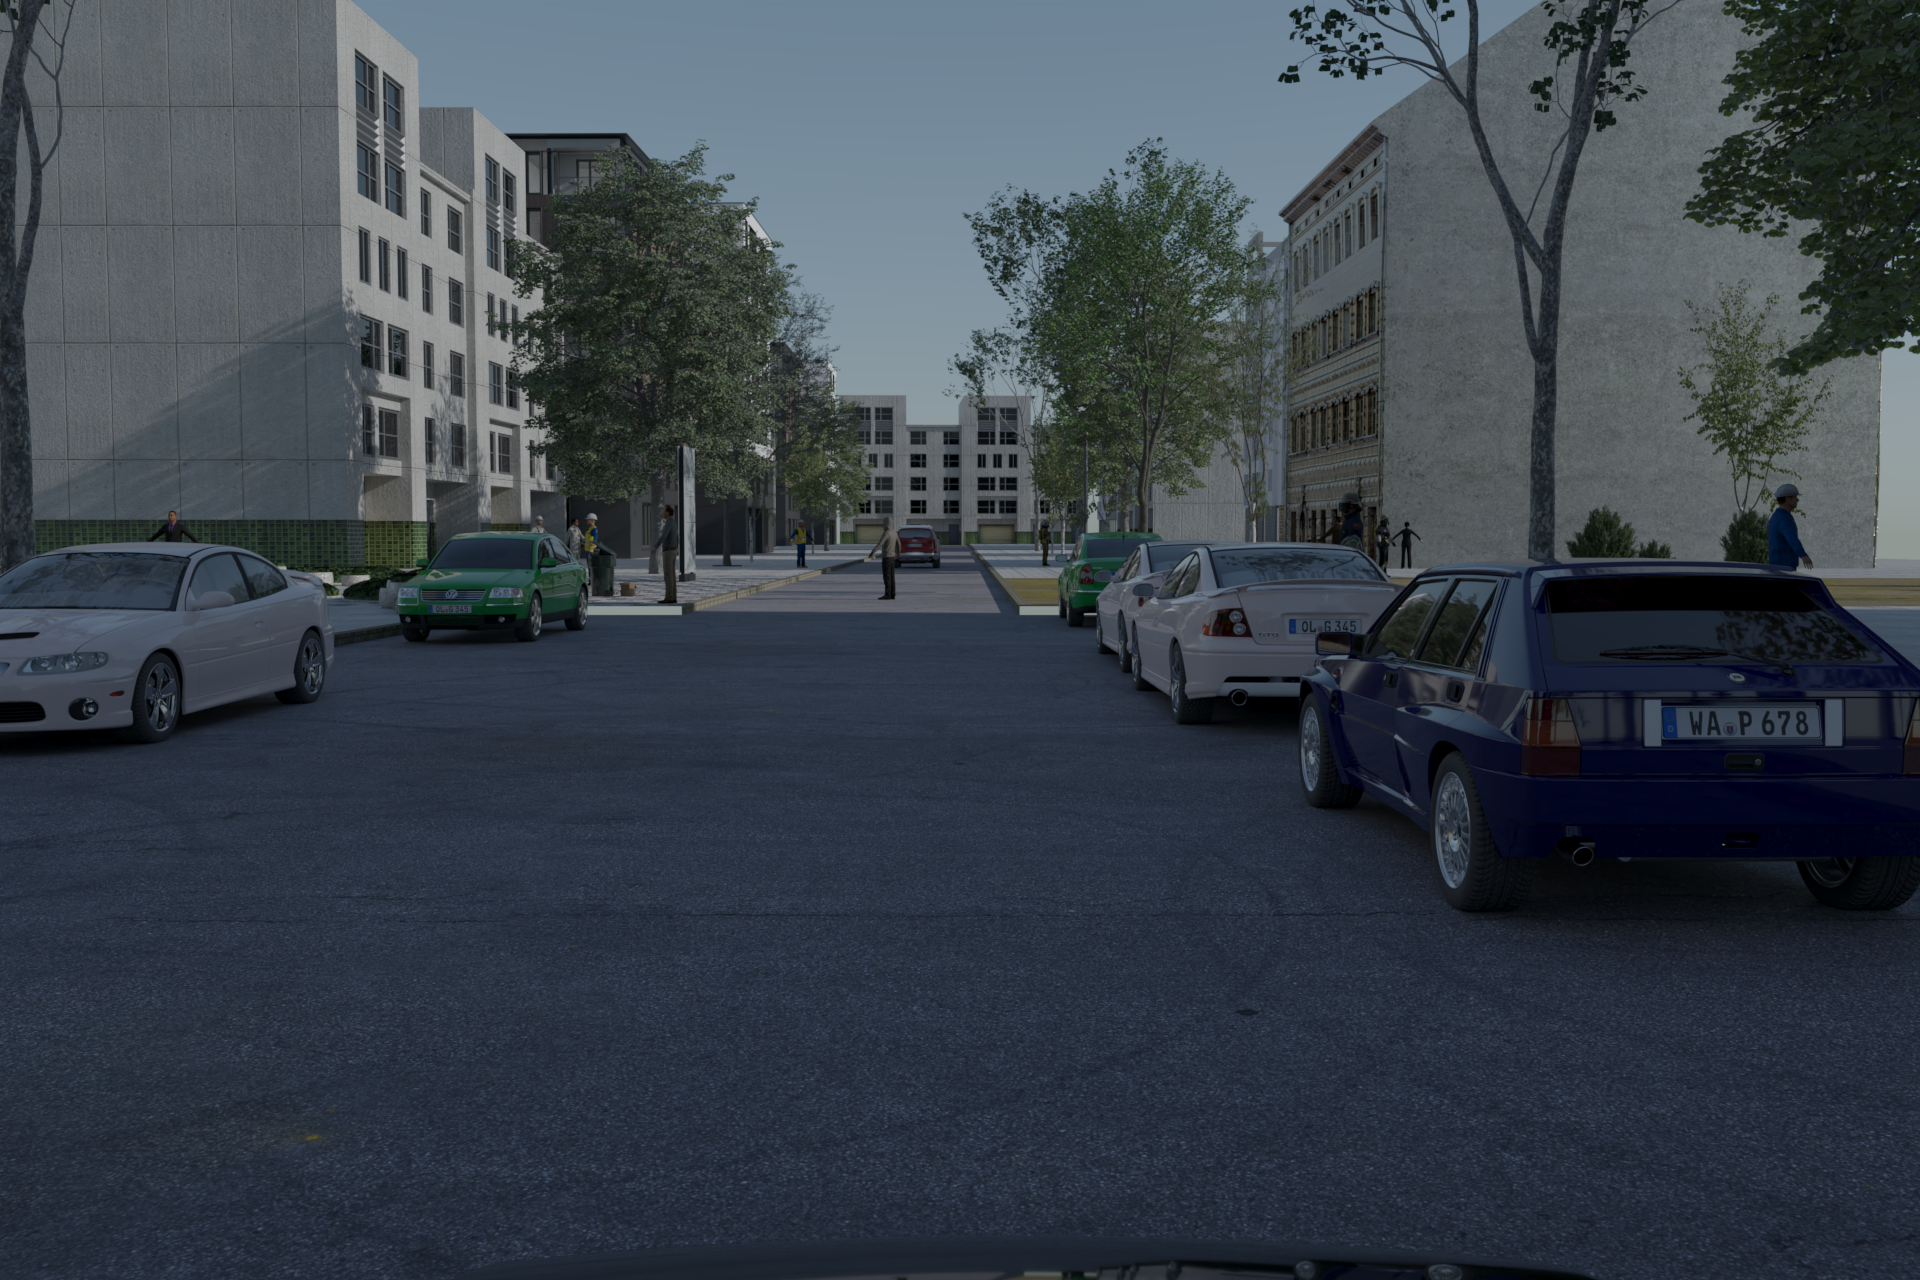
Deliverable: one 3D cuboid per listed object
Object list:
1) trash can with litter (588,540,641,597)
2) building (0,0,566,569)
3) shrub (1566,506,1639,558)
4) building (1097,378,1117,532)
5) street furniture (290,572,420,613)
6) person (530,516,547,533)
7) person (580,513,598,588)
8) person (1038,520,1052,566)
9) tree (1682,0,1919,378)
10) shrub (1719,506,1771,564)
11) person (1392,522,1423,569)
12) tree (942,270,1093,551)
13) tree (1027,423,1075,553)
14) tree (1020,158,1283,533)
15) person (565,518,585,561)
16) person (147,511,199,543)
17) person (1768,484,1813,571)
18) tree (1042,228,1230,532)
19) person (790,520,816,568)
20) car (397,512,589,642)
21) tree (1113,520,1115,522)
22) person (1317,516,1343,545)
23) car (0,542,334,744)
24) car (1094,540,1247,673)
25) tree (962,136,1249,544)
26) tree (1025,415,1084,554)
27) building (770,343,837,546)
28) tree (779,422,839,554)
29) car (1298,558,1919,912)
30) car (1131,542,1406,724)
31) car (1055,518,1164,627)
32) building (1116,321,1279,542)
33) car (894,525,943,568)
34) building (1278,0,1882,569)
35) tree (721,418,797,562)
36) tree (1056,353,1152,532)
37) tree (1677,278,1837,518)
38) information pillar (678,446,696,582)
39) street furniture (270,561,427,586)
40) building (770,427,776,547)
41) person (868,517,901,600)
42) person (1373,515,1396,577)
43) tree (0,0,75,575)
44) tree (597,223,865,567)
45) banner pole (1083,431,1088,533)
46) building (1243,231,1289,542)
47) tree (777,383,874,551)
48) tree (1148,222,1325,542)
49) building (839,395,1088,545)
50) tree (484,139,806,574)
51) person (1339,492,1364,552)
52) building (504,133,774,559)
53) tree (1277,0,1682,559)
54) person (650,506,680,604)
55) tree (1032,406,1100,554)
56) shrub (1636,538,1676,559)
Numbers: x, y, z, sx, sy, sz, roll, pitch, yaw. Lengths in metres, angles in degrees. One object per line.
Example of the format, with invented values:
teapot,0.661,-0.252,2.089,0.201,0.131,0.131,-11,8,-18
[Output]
trash can with litter,-7.117,-1.485,35.667,1.055,1.170,0.624,0,4,-1
building,-28.478,-12.581,72.154,16.747,18.905,31.486,0,3,0
shrub,15.794,-2.335,42.601,1.690,2.028,1.600,0,3,0
building,21.472,-21.334,205.238,16.016,20.090,11.380,0,3,0
street furniture,-11.853,-0.964,31.387,5.734,0.657,10.072,-1,4,-14
person,-12.984,-2.916,53.536,0.705,1.847,1.347,2,4,28
person,-8.844,-2.123,41.168,0.721,1.772,1.216,-2,4,-25
person,3.463,-3.906,69.628,0.705,1.858,1.354,0,4,-7
tree,8.800,-5.802,12.988,7.486,12.596,7.792,0,3,0
shrub,20.973,-2.535,45.874,1.690,2.028,1.600,0,3,0
person,16.410,-3.485,63.705,1.216,1.740,0.721,0,4,6
tree,5.037,-16.546,126.416,12.611,20.169,13.585,0,3,0
tree,6.263,-10.054,114.744,4.737,8.622,4.395,0,3,0
tree,5.188,-7.484,48.125,9.928,11.665,9.643,0,3,0
person,-12.562,-3.086,56.649,0.705,1.806,1.347,1,4,21
person,-17.535,-1.979,38.582,1.346,1.802,0.704,0,4,-1
person,9.230,-0.822,19.328,0.705,1.842,1.347,1,4,13
tree,6.309,-8.857,62.932,7.486,12.596,7.792,0,3,0
person,-6.018,-3.664,65.874,0.705,1.833,1.349,3,5,41
car,-6.506,-0.958,24.463,1.959,1.807,4.718,0,4,0
tree,21.284,-16.624,222.156,4.360,8.622,3.978,0,3,0
person,11.119,-2.735,50.848,1.346,1.812,0.704,0,4,7
car,-6.404,-0.060,13.350,2.083,1.381,4.827,0,3,0
car,2.577,-0.422,19.269,2.083,1.381,4.827,0,4,0
tree,6.852,-13.879,82.804,12.611,20.169,13.585,0,3,0
tree,6.122,-9.460,105.026,4.737,8.622,4.395,0,3,0
building,-29.264,-21.818,200.702,27.936,21.610,32.646,0,4,0
tree,-9.601,-9.896,112.163,4.737,8.622,4.395,0,3,0
car,2.705,0.285,7.928,1.945,1.354,3.894,0,4,-1
car,2.530,-0.126,14.426,2.083,1.381,4.827,0,4,-1
car,2.555,-1.183,28.134,1.959,1.807,4.718,0,4,0
building,23.648,-17.497,152.539,16.747,18.905,31.486,0,4,0
car,-1.860,-3.994,73.975,2.281,1.827,5.304,0,3,0
building,24.764,-14.787,72.700,19.493,23.208,18.063,0,4,0
tree,-9.603,-7.898,79.490,4.360,8.622,3.978,0,3,0
tree,5.991,-7.371,70.872,4.737,8.622,4.395,0,3,0
tree,22.534,-6.068,49.575,4.737,8.622,4.395,0,3,0
information pillar,-7.419,-3.408,47.029,0.184,3.620,1.656,0,4,1
street furniture,-15.418,-1.771,44.587,10.072,0.657,5.734,-3,4,-37
building,-26.418,-17.573,153.781,16.747,18.905,31.486,0,4,0
person,-1.588,-1.787,37.809,0.705,1.813,1.348,2,4,26
person,12.500,-2.765,50.988,0.705,1.856,1.354,2,4,33
tree,-13.364,-10.096,20.954,12.611,20.169,13.585,0,3,0
tree,-9.283,-9.659,68.302,12.009,13.543,11.850,0,3,0
banner pole,3.069,-3.188,42.134,0.401,3.779,0.863,0,4,-1
building,23.262,-15.475,109.435,16.016,20.090,11.380,0,3,0
tree,-10.358,-12.932,129.565,7.486,12.596,7.792,0,3,0
tree,7.074,-5.503,40.331,4.360,8.622,3.978,0,3,0
building,0.158,-21.930,227.465,31.486,18.905,16.747,0,4,-3
tree,-9.812,-9.094,55.345,9.857,13.997,8.962,0,3,0
person,5.272,-1.082,23.554,0.704,1.845,1.351,0,4,7
building,-27.235,-15.966,105.020,27.936,21.610,32.646,0,4,1
tree,8.697,-10.538,28.180,12.611,20.169,13.585,0,3,0
person,-5.401,-1.575,32.020,0.705,1.796,1.348,1,4,9
tree,5.768,-8.859,95.207,4.737,8.622,4.395,0,3,0
shrub,14.755,-1.571,36.798,1.383,1.207,1.383,0,3,0
